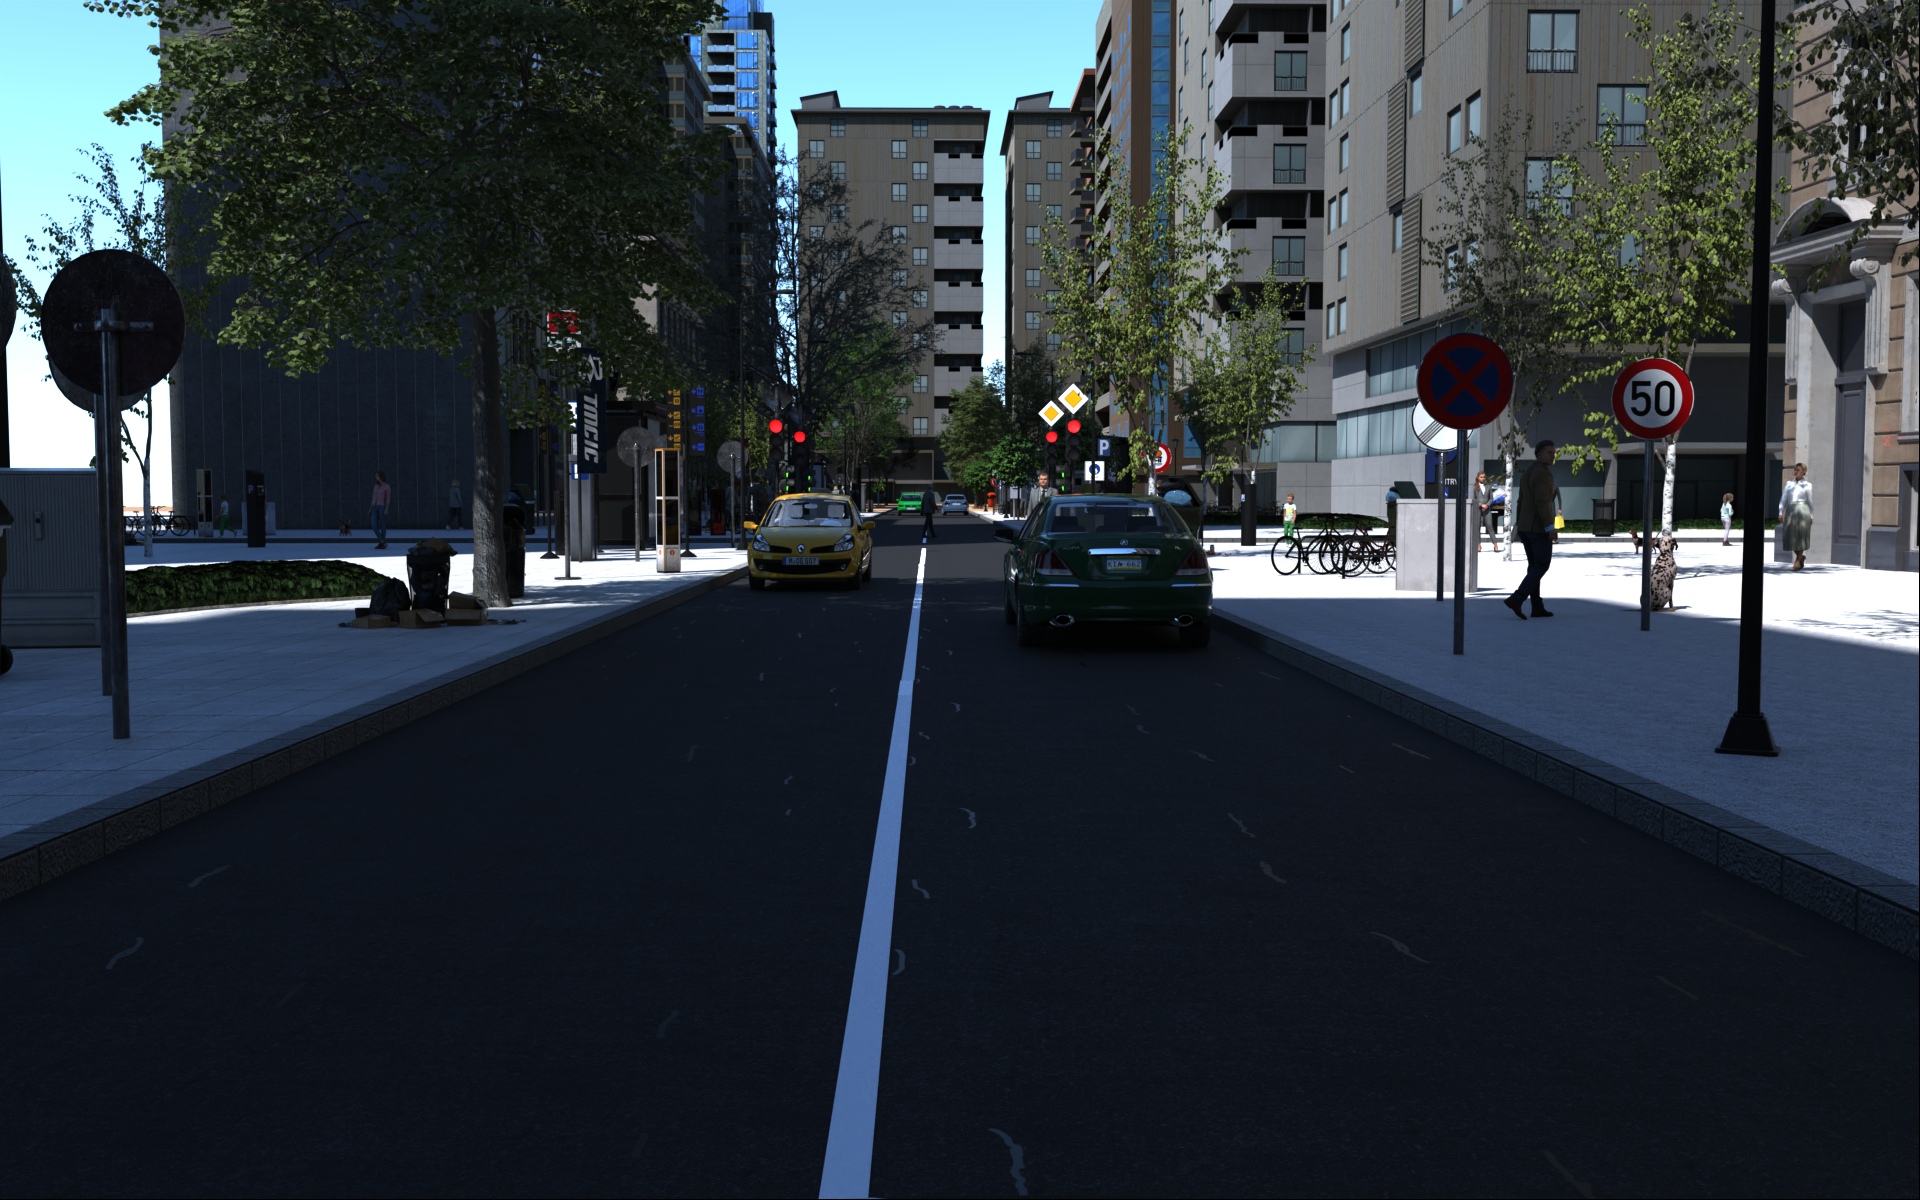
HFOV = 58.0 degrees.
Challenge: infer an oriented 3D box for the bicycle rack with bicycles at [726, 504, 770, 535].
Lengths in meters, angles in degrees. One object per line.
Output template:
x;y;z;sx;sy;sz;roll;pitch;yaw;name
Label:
-6.591;-2.565;55.325;2.925;0.926;2.852;-3;5;-41;bicycle rack with bicycles

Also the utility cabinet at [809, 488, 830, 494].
-5.118;-3.348;63.416;0.318;1.500;1.173;1;4;21;utility cabinet

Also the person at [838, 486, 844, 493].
-7.133;-6.094;106.160;0.782;1.767;0.515;0;4;-2;person

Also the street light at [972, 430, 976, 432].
1.346;-9.417;126.507;1.470;5.913;1.316;0;4;-1;street light

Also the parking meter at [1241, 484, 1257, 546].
7.143;-2.105;42.832;0.372;1.533;0.369;0;3;0;parking meter

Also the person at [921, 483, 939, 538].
-0.939;-2.908;56.445;0.834;1.777;0.661;-3;5;-43;person

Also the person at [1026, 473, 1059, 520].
1.461;-1.371;31.022;0.694;1.812;0.767;1;4;12;person

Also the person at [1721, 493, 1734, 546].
18.936;-1.981;42.717;0.394;1.301;0.425;-1;4;-20;person

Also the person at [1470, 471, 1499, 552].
11.549;-1.945;38.116;0.520;1.790;0.573;-1;4;-16;person

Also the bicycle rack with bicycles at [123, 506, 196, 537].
-24.801;-2.432;53.140;2.925;0.926;2.852;1;4;16;bicycle rack with bicycles

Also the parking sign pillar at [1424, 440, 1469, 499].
15.305;-4.036;54.468;1.447;3.967;1.447;3;5;44;parking sign pillar

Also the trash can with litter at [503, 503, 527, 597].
-5.750;-0.631;21.707;0.624;1.170;1.055;-1;4;-15;trash can with litter

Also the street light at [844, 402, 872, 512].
-5.231;-7.011;87.163;1.470;5.913;1.316;0;4;-1;street light

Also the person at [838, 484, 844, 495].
-6.208;-5.153;90.566;0.850;1.792;0.678;0;4;-3;person

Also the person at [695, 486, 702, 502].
-15.121;-5.686;99.425;0.534;1.772;0.576;1;4;20;person

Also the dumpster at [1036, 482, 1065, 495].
3.762;-4.018;71.447;1.264;1.857;1.865;0;4;-1;dumpster

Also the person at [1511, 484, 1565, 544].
14.849;-2.337;44.471;0.699;1.804;1.509;-1;4;-19;person

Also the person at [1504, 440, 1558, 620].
5.934;-0.727;17.836;0.836;1.842;0.656;-3;4;-36;person

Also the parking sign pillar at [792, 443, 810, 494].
-6.408;-4.976;69.837;1.447;3.967;1.447;-1;4;-18;parking sign pillar

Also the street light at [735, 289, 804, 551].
-4.402;-4.086;39.353;1.470;5.913;1.316;0;4;-1;street light

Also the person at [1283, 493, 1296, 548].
7.914;-1.913;41.568;0.306;1.304;0.590;1;4;10;person

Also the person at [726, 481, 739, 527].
-8.749;-3.646;65.934;0.850;1.792;0.678;2;4;32;person

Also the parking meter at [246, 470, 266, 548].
-16.940;-2.200;41.675;0.399;1.863;0.255;2;4;28;parking meter

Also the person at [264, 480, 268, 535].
-21.400;-2.853;53.028;0.374;1.781;0.599;-1;4;-11;person

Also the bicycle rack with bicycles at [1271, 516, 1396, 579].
6.319;-0.852;27.313;2.925;0.926;2.852;-1;4;-10;bicycle rack with bicycles

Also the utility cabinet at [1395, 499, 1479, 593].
6.294;-0.715;22.852;1.020;1.237;0.306;2;4;35;utility cabinet

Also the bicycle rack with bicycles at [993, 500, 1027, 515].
3.479;-5.646;105.699;2.852;0.926;2.925;3;5;40;bicycle rack with bicycles

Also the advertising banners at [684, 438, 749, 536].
-7.521;-3.510;53.572;2.074;3.025;0.090;-1;4;-21;advertising banners

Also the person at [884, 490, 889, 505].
-8.669;-12.037;203.642;0.721;1.735;1.217;2;4;27;person

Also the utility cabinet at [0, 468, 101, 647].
-7.726;-0.352;14.434;1.173;1.500;0.318;-1;4;-9;utility cabinet

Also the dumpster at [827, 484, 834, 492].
-9.233;-7.038;117.563;1.502;2.255;1.985;0;4;-1;dumpster

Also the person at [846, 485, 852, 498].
-6.247;-5.540;96.806;0.511;1.800;0.466;1;4;12;person

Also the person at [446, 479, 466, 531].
-17.643;-3.314;60.408;0.709;1.800;0.728;3;5;42;person

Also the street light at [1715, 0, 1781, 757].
3.384;-2.196;8.445;1.470;5.913;1.316;0;4;-1;street light

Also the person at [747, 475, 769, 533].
-5.971;-2.767;51.253;0.622;1.834;0.822;-1;4;-16;person

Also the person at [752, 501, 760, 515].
-10.857;-5.354;93.708;0.709;1.813;0.853;-2;4;-35;person

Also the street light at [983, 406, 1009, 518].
1.916;-7.292;91.766;1.470;5.913;1.316;0;4;-1;street light

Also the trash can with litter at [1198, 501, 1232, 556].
4.525;-1.564;36.627;2.233;1.210;1.678;1;4;21;trash can with litter

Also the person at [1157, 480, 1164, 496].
5.582;-2.399;47.744;0.654;1.822;0.581;0;4;3;person

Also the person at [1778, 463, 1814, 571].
14.010;-1.387;28.942;0.641;1.798;0.478;-3;4;-37;person

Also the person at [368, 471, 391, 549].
-13.533;-2.097;40.345;0.555;1.821;0.388;1;4;12;person

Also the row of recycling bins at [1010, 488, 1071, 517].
4.557;-5.454;96.280;3.534;1.692;1.069;0;4;-7;row of recycling bins

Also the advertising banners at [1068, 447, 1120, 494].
4.966;-4.206;64.954;2.074;3.025;0.090;0;4;1;advertising banners

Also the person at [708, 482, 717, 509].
-10.537;-4.183;74.536;0.616;1.811;0.778;-3;5;-44;person

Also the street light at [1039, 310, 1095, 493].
2.829;-4.356;43.756;1.470;5.913;1.316;0;4;-1;street light

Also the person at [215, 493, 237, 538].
-21.644;-2.494;51.065;0.590;1.304;0.306;-2;4;-25;person

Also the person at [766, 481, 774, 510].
-7.594;-3.854;69.162;0.391;1.810;0.635;-1;4;-14;person

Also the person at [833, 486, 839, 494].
-7.890;-6.293;109.115;0.709;1.800;0.728;1;4;20;person

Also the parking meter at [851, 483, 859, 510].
-5.418;-5.139;89.740;0.255;1.863;0.399;-3;5;-40;parking meter

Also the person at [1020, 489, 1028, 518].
3.420;-5.225;91.437;0.622;1.834;0.822;0;4;7;person

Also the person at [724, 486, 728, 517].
-12.078;-5.036;89.381;0.522;1.701;0.512;-2;4;-34;person

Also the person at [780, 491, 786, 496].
-14.589;-8.324;142.225;0.705;1.814;1.350;3;4;37;person

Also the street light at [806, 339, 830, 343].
-4.609;-4.869;52.143;1.470;5.913;1.316;0;4;-1;street light
